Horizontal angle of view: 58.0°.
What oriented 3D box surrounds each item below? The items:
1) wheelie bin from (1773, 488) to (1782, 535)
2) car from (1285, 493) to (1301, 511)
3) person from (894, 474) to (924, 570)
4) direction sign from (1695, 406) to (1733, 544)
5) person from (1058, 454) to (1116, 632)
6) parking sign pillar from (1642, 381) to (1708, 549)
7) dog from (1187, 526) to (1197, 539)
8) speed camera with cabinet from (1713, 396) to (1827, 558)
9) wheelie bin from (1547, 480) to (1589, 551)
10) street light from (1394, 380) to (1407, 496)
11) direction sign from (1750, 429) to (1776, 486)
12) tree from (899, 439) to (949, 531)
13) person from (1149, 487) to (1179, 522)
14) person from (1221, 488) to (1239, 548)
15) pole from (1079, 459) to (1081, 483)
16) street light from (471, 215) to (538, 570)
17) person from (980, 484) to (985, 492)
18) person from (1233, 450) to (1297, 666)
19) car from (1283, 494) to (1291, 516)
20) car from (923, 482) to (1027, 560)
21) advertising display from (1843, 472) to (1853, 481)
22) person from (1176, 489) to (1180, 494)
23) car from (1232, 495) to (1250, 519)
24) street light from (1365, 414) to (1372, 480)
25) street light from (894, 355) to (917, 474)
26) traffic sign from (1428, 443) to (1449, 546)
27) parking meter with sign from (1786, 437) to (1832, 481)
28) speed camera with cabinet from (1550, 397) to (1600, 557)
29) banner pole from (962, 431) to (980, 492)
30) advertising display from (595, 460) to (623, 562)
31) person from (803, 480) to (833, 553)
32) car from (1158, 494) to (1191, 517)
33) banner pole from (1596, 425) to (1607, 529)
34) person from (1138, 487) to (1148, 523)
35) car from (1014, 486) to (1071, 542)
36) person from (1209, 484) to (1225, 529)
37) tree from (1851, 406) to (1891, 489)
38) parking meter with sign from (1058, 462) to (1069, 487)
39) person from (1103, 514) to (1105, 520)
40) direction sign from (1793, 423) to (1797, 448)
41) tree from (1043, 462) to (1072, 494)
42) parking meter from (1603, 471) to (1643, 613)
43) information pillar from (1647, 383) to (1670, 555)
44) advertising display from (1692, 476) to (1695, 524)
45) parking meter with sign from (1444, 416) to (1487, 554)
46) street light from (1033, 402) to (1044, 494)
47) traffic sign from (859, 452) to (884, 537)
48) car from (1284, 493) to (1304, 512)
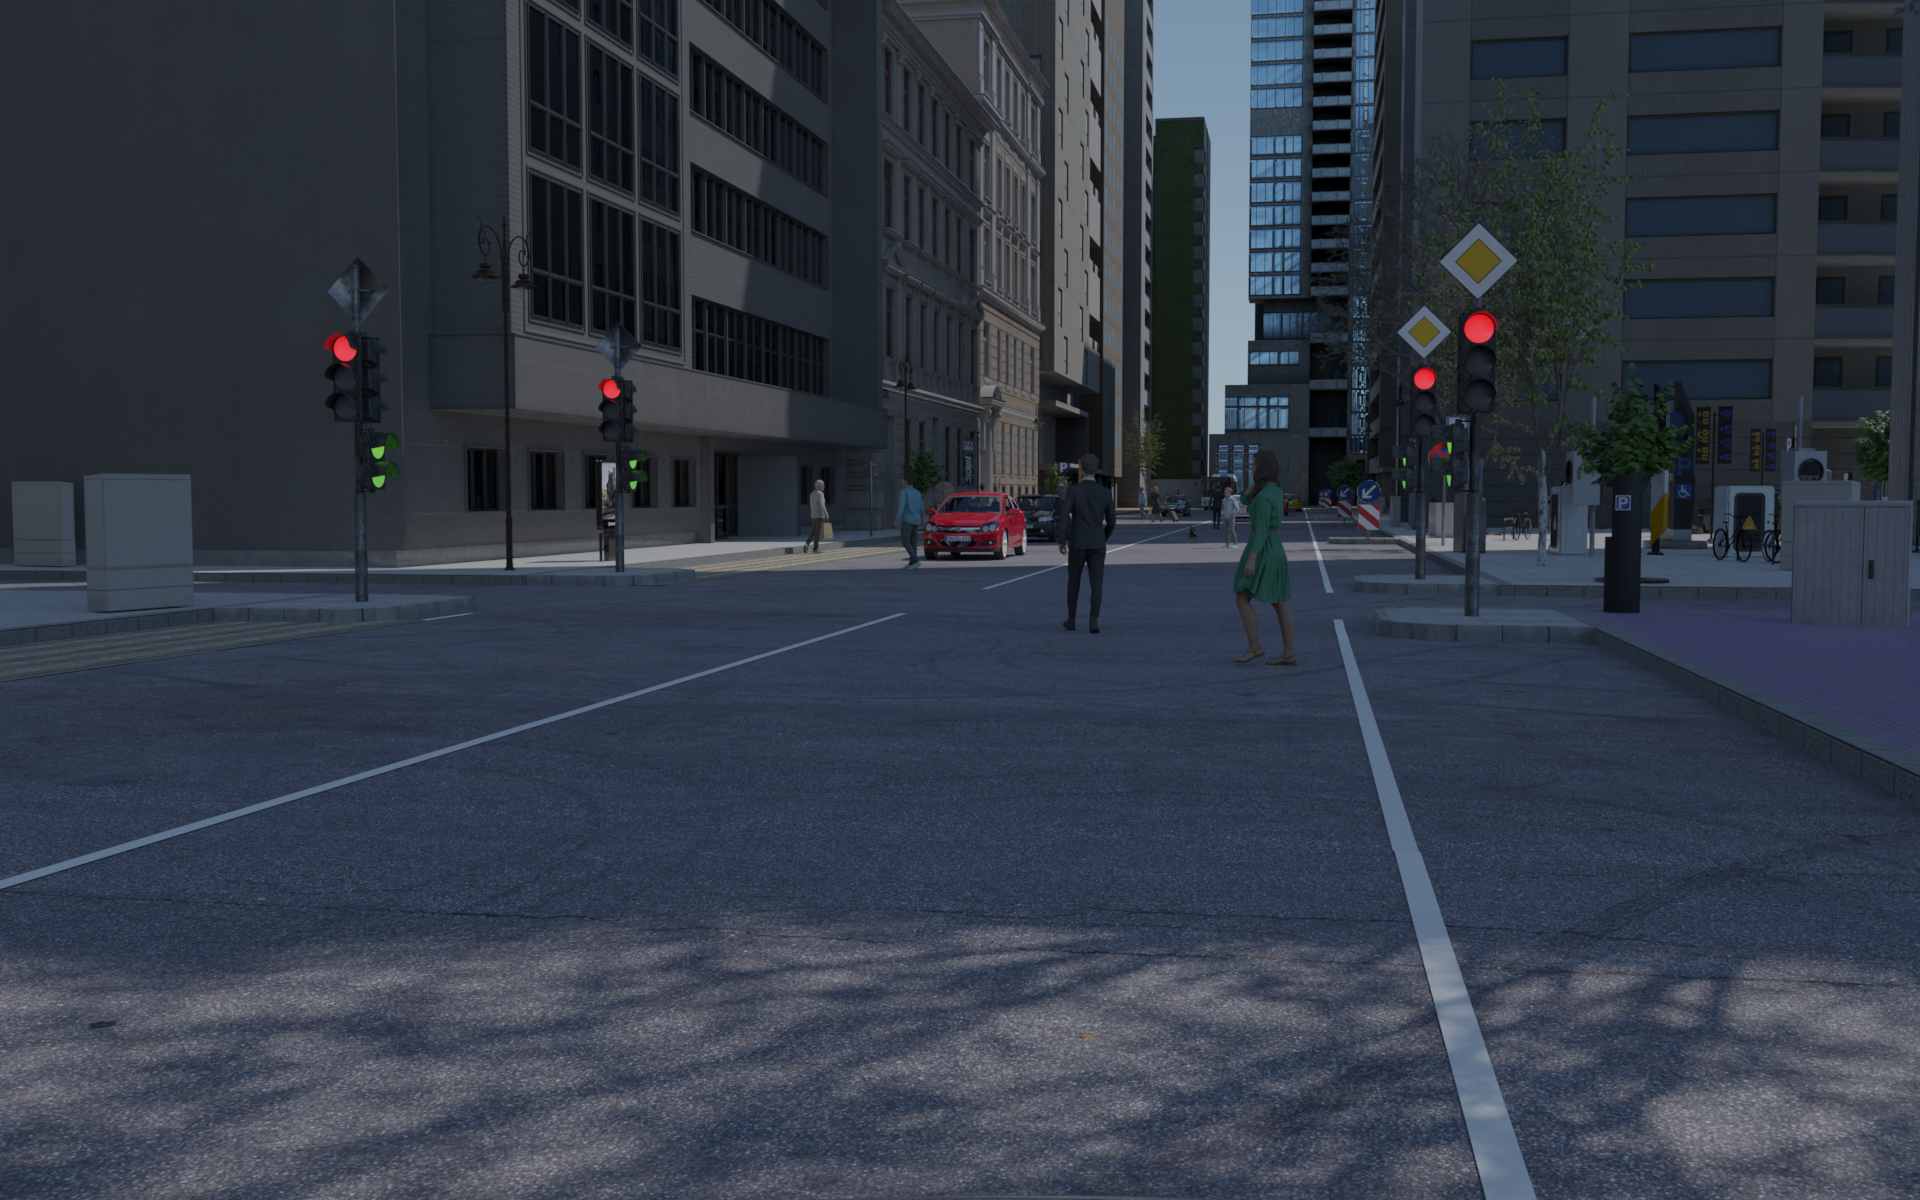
[{"bbox_3d":[25.956,-2.849,54.492,0.693,1.594,0.980,0,4,-1],"label":"wheelie bin"},{"bbox_3d":[27.329,-8.269,144.244,2.155,1.783,4.494,1,4,10],"label":"car"},{"bbox_3d":[-0.926,-1.499,33.020,0.620,1.820,0.660,2,4,35],"label":"person"},{"bbox_3d":[19.481,-3.230,44.804,0.876,3.537,0.379,2,4,35],"label":"direction sign"},{"bbox_3d":[1.288,-0.597,18.032,0.659,1.850,0.755,0,4,-8],"label":"person"},{"bbox_3d":[16.893,-3.201,40.810,1.447,3.967,1.447,0,4,8],"label":"parking sign pillar"},{"bbox_3d":[7.468,-2.201,56.173,0.550,0.427,0.748,3,4,37],"label":"dog"},{"bbox_3d":[16.367,-2.485,34.970,2.038,3.252,0.660,0,4,-3],"label":"speed camera with cabinet"},{"bbox_3d":[13.289,-1.835,37.908,0.693,1.594,0.980,2,4,34],"label":"wheelie bin"},{"bbox_3d":[17.506,-5.887,69.042,0.468,5.910,1.993,1,4,11],"label":"street light"},{"bbox_3d":[27.730,-4.151,59.874,0.876,3.537,0.379,0,4,-1],"label":"direction sign"},{"bbox_3d":[-1.196,-4.039,60.632,1.663,3.219,1.824,0,3,0],"label":"tree"},{"bbox_3d":[10.308,-4.856,88.110,1.509,1.804,0.699,2,4,32],"label":"person"},{"bbox_3d":[7.117,-2.176,45.883,0.330,1.601,0.589,-2,4,-32],"label":"person"},{"bbox_3d":[7.025,-6.583,101.477,0.158,3.312,0.155,0,3,0],"label":"pole"},{"bbox_3d":[-7.588,-3.438,29.005,0.468,5.910,1.993,1,4,11],"label":"street light"},{"bbox_3d":[0.759,-2.982,57.590,0.374,1.781,0.599,2,4,33],"label":"person"},{"bbox_3d":[2.549,-0.347,14.424,0.529,1.795,0.600,1,4,14],"label":"person"},{"bbox_3d":[20.754,-6.432,114.210,2.155,1.783,4.494,1,4,10],"label":"car"},{"bbox_3d":[0.372,-1.842,39.165,2.155,1.783,4.494,1,4,11],"label":"car"},{"bbox_3d":[25.821,-2.765,50.419,0.123,1.923,0.974,1,4,20],"label":"advertising display"},{"bbox_3d":[18.235,-8.356,145.051,1.348,1.831,0.705,3,4,38],"label":"person"},{"bbox_3d":[14.719,-4.762,90.228,2.083,1.381,4.827,1,4,11],"label":"car"},{"bbox_3d":[23.144,-7.672,98.230,0.468,5.910,1.993,1,4,11],"label":"street light"},{"bbox_3d":[-1.812,-5.200,57.806,0.468,5.910,1.993,1,4,11],"label":"street light"},{"bbox_3d":[11.957,-2.611,42.801,0.768,2.556,0.104,1,4,15],"label":"traffic sign"},{"bbox_3d":[26.141,-3.456,52.774,1.738,3.016,0.543,0,4,8],"label":"parking meter with sign"},{"bbox_3d":[12.780,-2.547,35.987,0.660,3.252,2.038,0,4,7],"label":"speed camera with cabinet"},{"bbox_3d":[0.489,-4.818,68.796,0.863,3.779,0.401,0,4,-3],"label":"banner pole"},{"bbox_3d":[-6.710,-1.711,33.190,0.123,1.923,0.974,1,4,13],"label":"advertising display"},{"bbox_3d":[-3.403,-1.992,41.561,0.515,1.767,0.782,-2,4,-35],"label":"person"},{"bbox_3d":[13.838,-6.103,111.581,2.131,1.459,4.920,1,4,12],"label":"car"},{"bbox_3d":[23.271,-4.470,63.102,0.863,3.779,0.401,-2,4,-33],"label":"banner pole"},{"bbox_3d":[9.156,-4.767,86.704,0.793,1.790,0.793,-3,5,-41],"label":"person"},{"bbox_3d":[2.322,-2.633,52.835,2.009,1.686,4.222,1,4,12],"label":"car"},{"bbox_3d":[10.472,-3.809,70.554,0.659,1.850,0.755,1,4,11],"label":"person"},{"bbox_3d":[32.639,-4.680,60.230,4.285,4.588,4.351,0,3,0],"label":"tree"},{"bbox_3d":[5.551,-5.998,94.335,0.543,3.016,1.738,1,4,10],"label":"parking meter with sign"},{"bbox_3d":[7.725,-5.267,94.428,0.447,1.846,0.655,0,4,5],"label":"person"},{"bbox_3d":[26.821,-3.889,55.575,0.379,3.537,0.876,3,4,39],"label":"direction sign"},{"bbox_3d":[5.602,-6.579,102.161,1.663,3.219,1.824,0,3,0],"label":"tree"},{"bbox_3d":[7.183,-0.633,18.759,0.372,1.533,0.369,0,3,0],"label":"parking meter"},{"bbox_3d":[14.642,-2.745,36.231,0.183,3.616,0.504,-1,4,-10],"label":"information pillar"},{"bbox_3d":[26.332,-3.519,62.747,0.123,1.923,0.974,0,4,-3],"label":"advertising display"},{"bbox_3d":[11.147,-2.555,38.041,0.543,3.016,1.738,0,4,-2],"label":"parking meter with sign"},{"bbox_3d":[3.943,-6.986,87.016,0.468,5.910,1.993,1,4,11],"label":"street light"},{"bbox_3d":[-2.673,-3.177,52.048,0.768,2.556,0.104,1,4,13],"label":"traffic sign"},{"bbox_3d":[26.478,-7.842,138.433,2.015,1.641,3.980,1,4,10],"label":"car"}]
